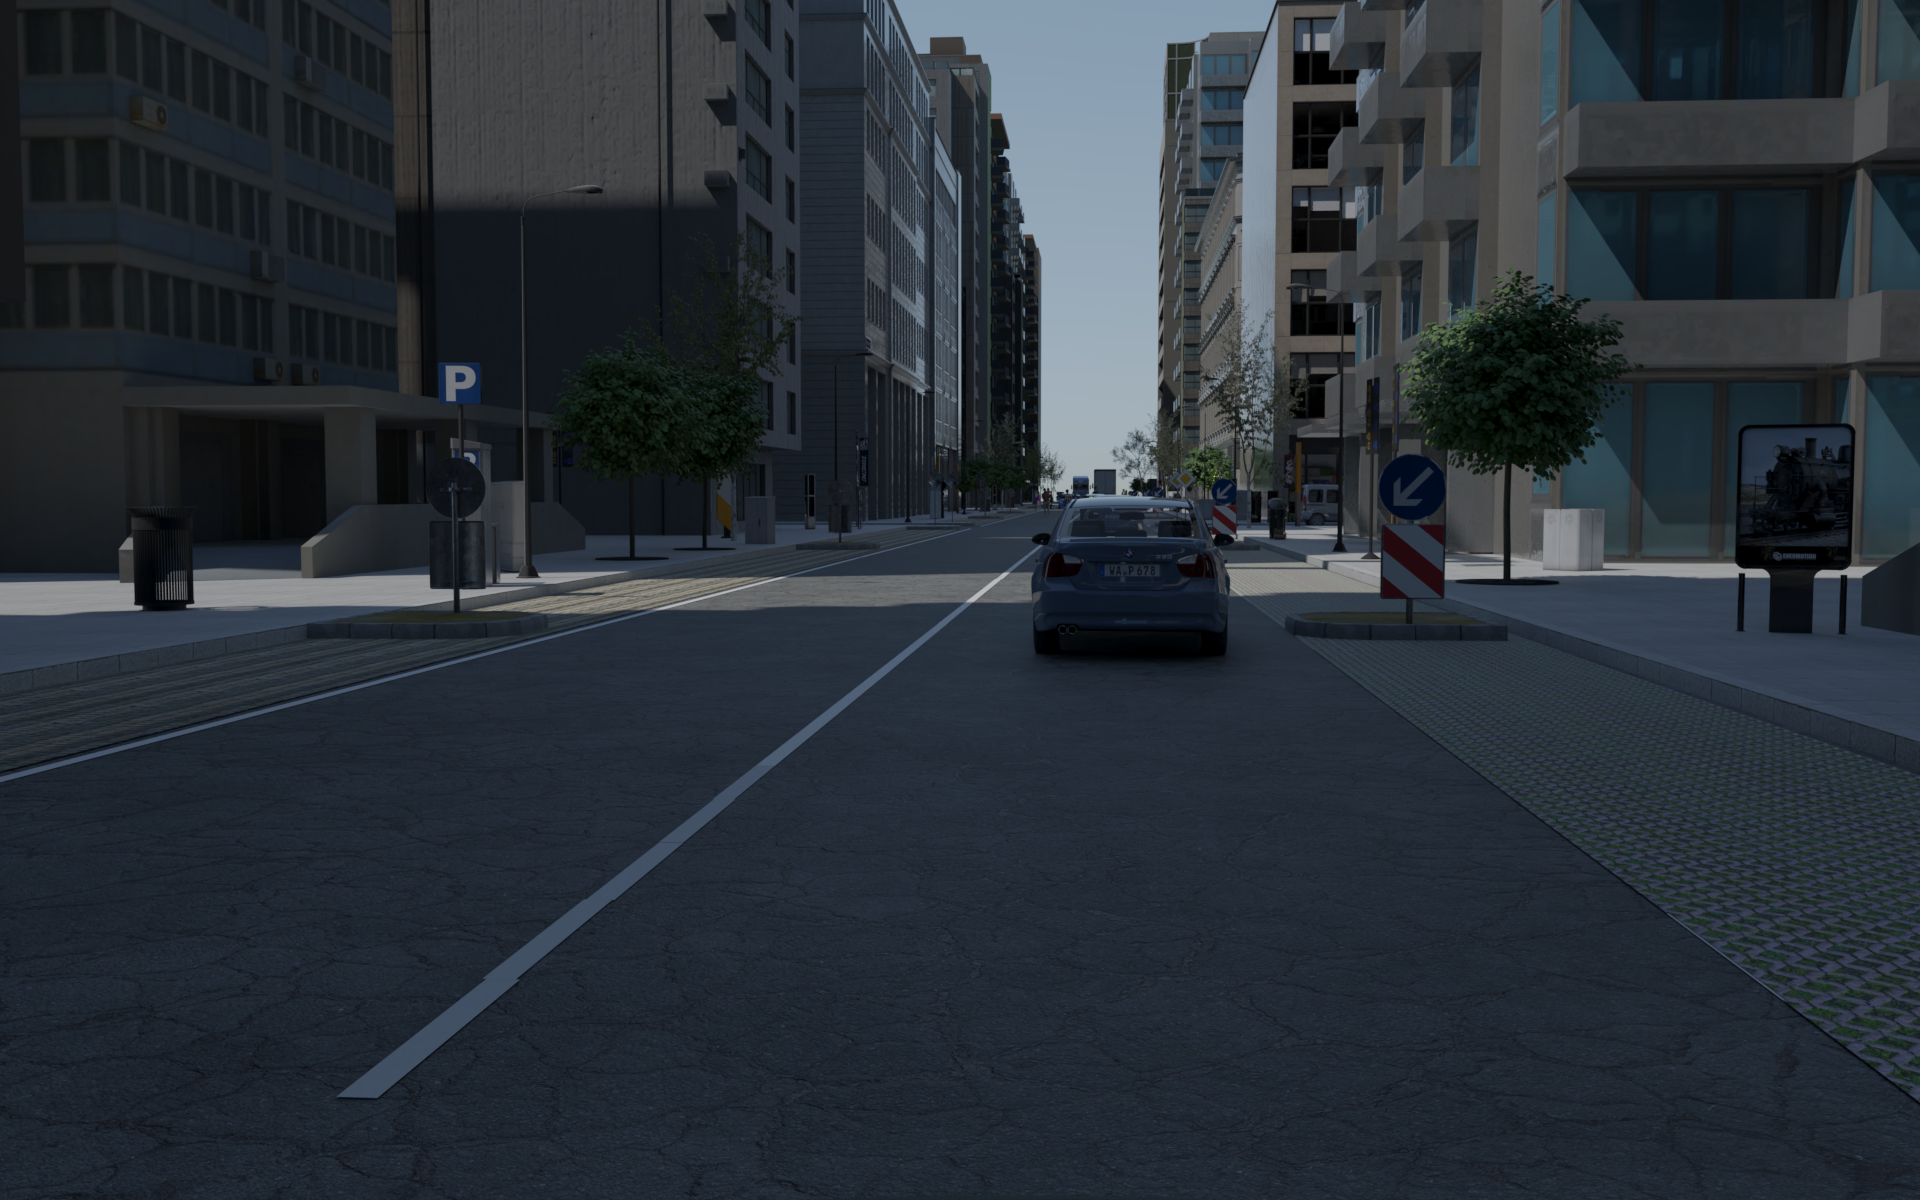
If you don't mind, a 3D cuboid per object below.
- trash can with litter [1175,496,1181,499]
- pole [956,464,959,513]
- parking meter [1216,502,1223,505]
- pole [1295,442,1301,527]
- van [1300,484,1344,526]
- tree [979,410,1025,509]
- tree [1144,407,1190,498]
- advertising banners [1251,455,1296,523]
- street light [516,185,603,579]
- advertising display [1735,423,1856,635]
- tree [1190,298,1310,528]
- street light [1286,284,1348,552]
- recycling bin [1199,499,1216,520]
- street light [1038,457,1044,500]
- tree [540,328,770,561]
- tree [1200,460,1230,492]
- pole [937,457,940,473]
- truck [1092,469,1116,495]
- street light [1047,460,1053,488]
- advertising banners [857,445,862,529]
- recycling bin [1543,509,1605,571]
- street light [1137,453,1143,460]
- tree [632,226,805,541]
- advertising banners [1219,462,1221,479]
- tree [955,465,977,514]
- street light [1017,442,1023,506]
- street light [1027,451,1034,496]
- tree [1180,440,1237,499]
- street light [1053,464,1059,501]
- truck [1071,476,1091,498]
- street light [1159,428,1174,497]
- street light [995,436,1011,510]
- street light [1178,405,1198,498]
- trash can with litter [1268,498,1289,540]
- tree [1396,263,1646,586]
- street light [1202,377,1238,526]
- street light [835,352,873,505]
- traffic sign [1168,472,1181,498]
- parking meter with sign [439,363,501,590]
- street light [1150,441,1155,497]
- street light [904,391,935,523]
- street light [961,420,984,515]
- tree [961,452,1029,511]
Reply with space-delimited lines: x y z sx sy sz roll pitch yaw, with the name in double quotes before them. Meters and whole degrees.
"trash can with litter" 15.697 -6.999 125.814 0.624 1.170 1.055 -1 4 -16
"pole" -0.172 -7.534 117.027 0.158 3.312 0.155 0 3 0
"parking meter" 11.779 -4.463 78.686 0.399 1.863 0.255 1 4 10
"pole" 13.349 -4.559 68.381 0.158 3.312 0.155 0 3 0
"van" 16.339 -4.042 73.098 4.112 2.044 2.013 0 4 3
"tree" 3.679 -12.276 151.073 4.360 8.622 3.978 0 3 0
"tree" 17.454 -11.925 145.340 4.360 8.622 3.978 0 3 0
"advertising banners" 13.864 -4.934 76.866 2.074 3.025 0.090 0 4 -4
"street light" -6.057 -3.285 26.243 1.470 5.913 1.316 0 4 5
"advertising display" 7.678 -0.657 15.958 0.974 1.923 0.123 2 4 24
"tree" 10.881 -6.995 64.729 4.360 8.622 3.978 0 3 0
"street light" 7.902 -4.027 38.385 1.470 5.913 1.316 0 4 5
"recycling bin" 12.317 -4.485 85.890 0.722 1.027 0.722 -1 4 -23
"street light" 9.701 -14.873 215.713 1.470 5.913 1.316 0 4 5
"tree" -6.509 -3.068 33.873 4.285 4.588 4.351 0 3 0
"tree" 14.376 -6.331 98.116 1.663 3.219 1.824 0 3 0
"pole" -1.190 -6.154 94.456 0.158 3.312 0.155 0 3 0
"truck" 16.632 -12.870 199.340 2.839 4.237 11.283 0 4 4
"street light" 11.612 -16.244 238.134 1.470 5.913 1.316 0 4 5
"advertising banners" -3.682 -4.099 63.205 0.090 3.025 2.074 0 4 1
"recycling bin" 10.324 -1.014 29.140 0.722 1.027 0.722 -2 4 -34
"street light" 21.254 -13.775 197.754 1.470 5.913 1.316 0 4 5
"tree" -6.415 -5.919 47.132 4.737 8.622 4.395 0 3 0
"advertising banners" 14.035 -6.007 94.408 0.090 3.025 2.074 1 4 18
"tree" 0.376 -7.337 114.555 1.663 3.219 1.824 0 3 0
"street light" 4.758 -11.154 154.910 1.470 5.913 1.316 0 4 5
"street light" 7.180 -13.014 185.316 1.470 5.913 1.316 0 4 5
"tree" 15.008 -7.403 104.758 4.285 4.588 4.351 0 3 0
"street light" 14.152 -18.110 268.642 1.470 5.913 1.316 0 4 5
"truck" 18.164 -16.679 262.465 2.967 4.110 18.799 0 4 3
"street light" 14.734 -9.089 121.148 1.470 5.913 1.316 0 4 5
"street light" 3.409 -10.188 139.108 1.470 5.913 1.316 0 4 5
"street light" 12.284 -7.230 90.745 1.470 5.913 1.316 0 4 5
"trash can with litter" 9.069 -2.300 48.990 0.624 1.170 1.055 0 4 0
"tree" 7.975 -2.516 24.843 4.285 4.588 4.351 0 3 0
"street light" 10.422 -5.900 69.006 1.470 5.913 1.316 0 4 5
"street light" -3.535 -5.155 56.824 1.470 5.913 1.316 0 4 5
"traffic sign" 9.670 -4.495 77.131 0.795 2.450 0.064 0 4 5
"parking meter with sign" -6.724 -1.694 23.950 0.543 3.016 1.738 0 4 -5
"street light" 17.262 -10.948 151.545 1.470 5.913 1.316 0 4 5
"street light" -1.807 -6.446 77.926 1.470 5.913 1.316 0 4 5
"street light" 0.808 -8.304 108.315 1.470 5.913 1.316 0 4 5
"tree" 3.015 -9.951 146.419 4.285 4.588 4.351 0 3 0
